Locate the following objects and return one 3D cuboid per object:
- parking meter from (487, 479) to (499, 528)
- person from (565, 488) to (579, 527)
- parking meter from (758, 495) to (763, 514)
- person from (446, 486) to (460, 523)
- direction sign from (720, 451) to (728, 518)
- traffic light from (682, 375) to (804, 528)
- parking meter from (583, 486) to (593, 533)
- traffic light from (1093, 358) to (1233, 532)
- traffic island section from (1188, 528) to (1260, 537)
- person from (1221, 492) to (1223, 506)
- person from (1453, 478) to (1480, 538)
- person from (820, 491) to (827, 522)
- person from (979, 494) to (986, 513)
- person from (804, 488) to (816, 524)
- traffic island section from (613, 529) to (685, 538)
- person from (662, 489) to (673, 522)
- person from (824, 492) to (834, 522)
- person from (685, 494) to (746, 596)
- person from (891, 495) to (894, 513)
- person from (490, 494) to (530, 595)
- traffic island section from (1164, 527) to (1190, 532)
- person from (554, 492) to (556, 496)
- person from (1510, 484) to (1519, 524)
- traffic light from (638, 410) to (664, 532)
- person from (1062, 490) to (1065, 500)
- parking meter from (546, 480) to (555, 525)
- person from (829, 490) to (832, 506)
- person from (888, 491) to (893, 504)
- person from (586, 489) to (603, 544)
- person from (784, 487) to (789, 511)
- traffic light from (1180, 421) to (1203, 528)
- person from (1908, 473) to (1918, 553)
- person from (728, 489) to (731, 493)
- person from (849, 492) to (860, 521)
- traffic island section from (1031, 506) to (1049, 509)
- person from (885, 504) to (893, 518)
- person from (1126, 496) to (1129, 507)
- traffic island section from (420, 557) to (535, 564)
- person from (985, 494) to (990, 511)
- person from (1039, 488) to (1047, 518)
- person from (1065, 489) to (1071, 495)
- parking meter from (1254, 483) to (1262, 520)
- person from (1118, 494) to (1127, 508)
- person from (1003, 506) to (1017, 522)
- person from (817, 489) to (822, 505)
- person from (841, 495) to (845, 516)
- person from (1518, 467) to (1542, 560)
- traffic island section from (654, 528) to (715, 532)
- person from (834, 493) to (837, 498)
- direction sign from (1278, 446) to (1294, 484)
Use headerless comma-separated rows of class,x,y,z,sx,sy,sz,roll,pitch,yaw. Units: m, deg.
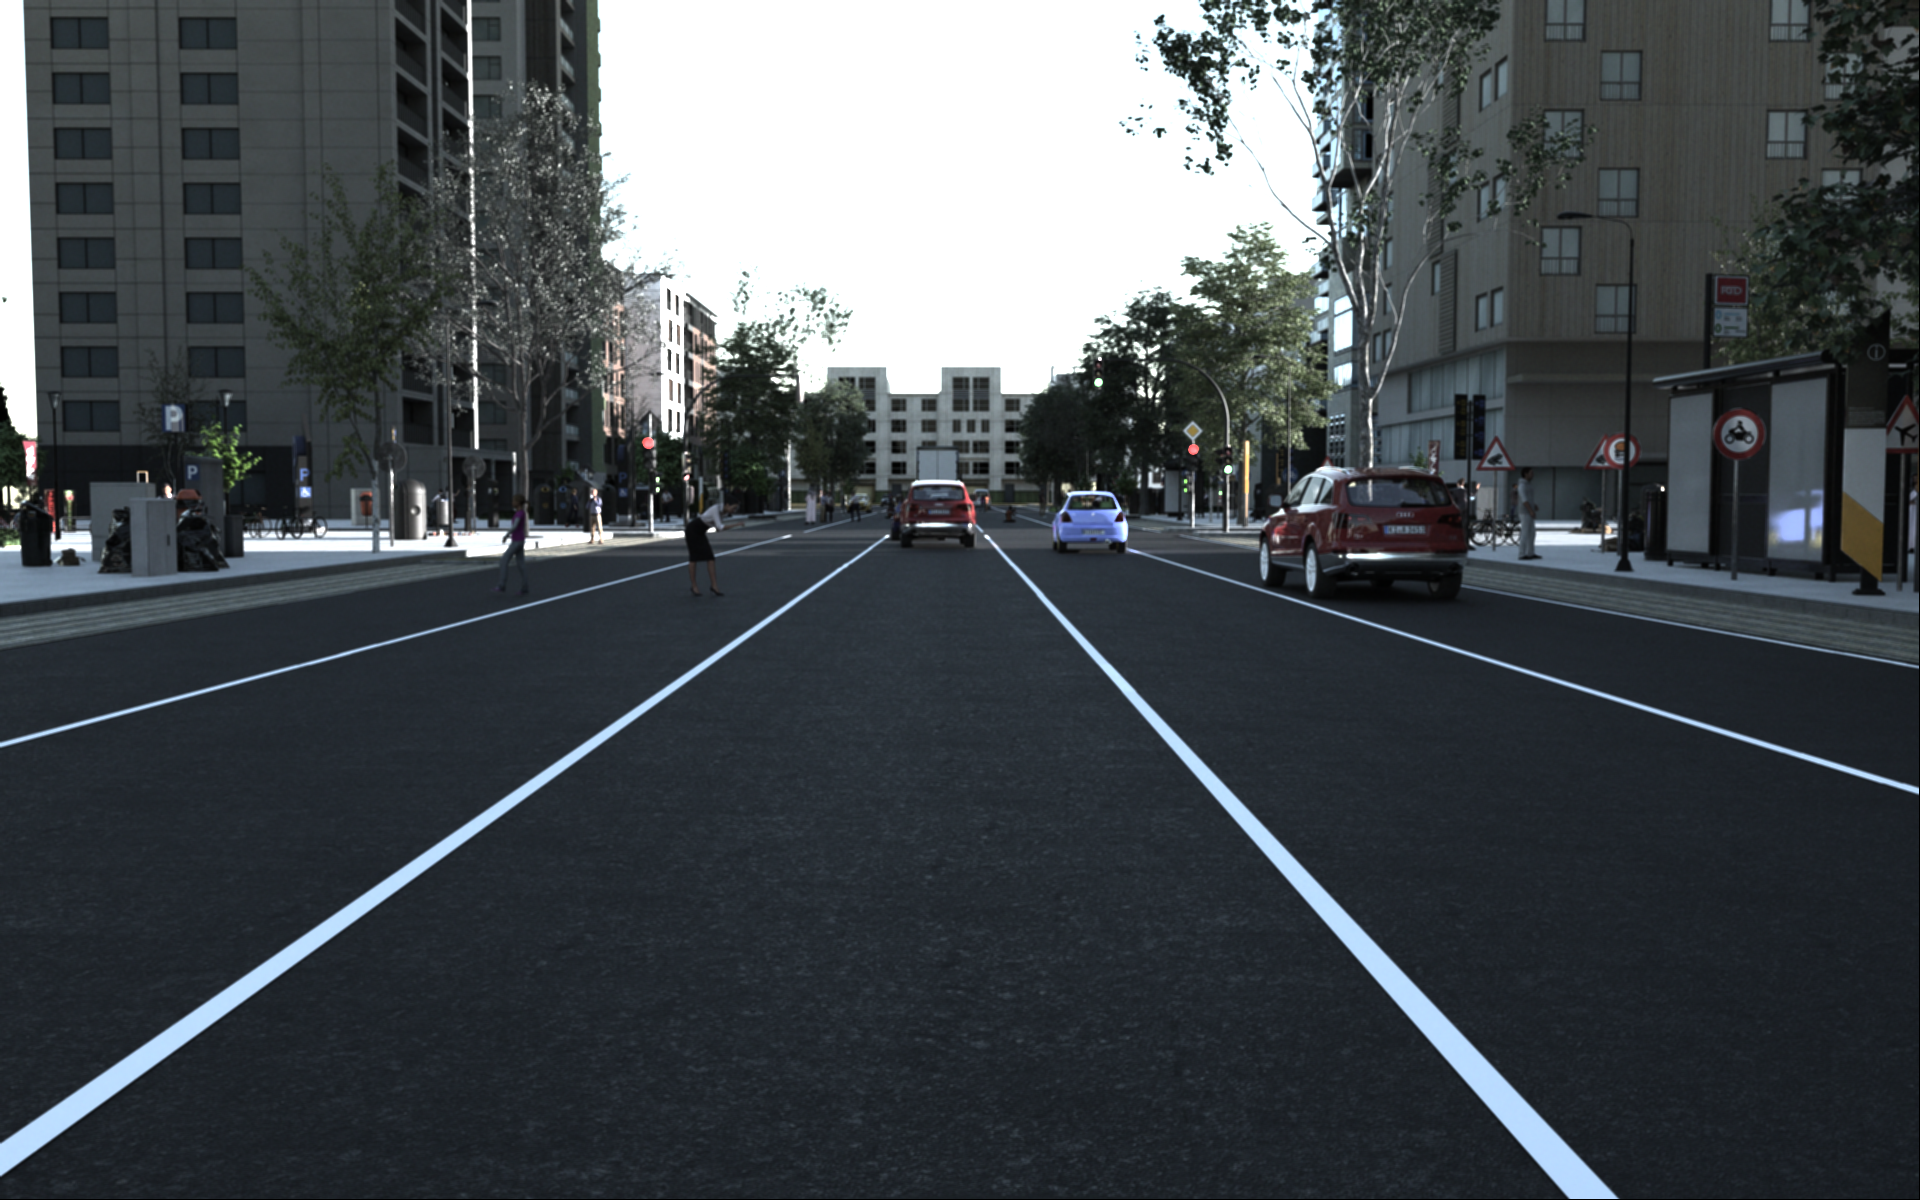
parking meter,-17.727,-3.673,65.771,0.399,1.863,0.255,2,4,35
person,-14.880,-3.541,66.480,0.613,1.512,0.480,0,4,0
parking meter,-13.126,-6.459,114.007,0.372,1.533,0.369,0,3,0
person,-22.553,-4.254,77.062,0.566,1.644,0.517,1,4,9
direction sign,-12.488,-6.096,91.659,0.379,3.537,0.876,-2,4,-34
traffic light,-8.345,-5.595,66.140,4.771,5.953,1.251,0,4,0
parking meter,-12.360,-3.011,57.648,0.372,1.533,0.369,0,3,0
traffic light,6.831,-5.103,58.103,4.771,5.953,1.251,0,4,0
traffic island section,8.962,-2.207,58.373,2.009,0.180,2.903,0,4,0
person,24.146,-9.257,158.313,0.541,1.710,0.530,3,5,41
person,13.849,-2.486,47.500,0.742,1.727,0.445,-1,4,-18
person,-6.929,-4.737,88.014,0.319,1.574,0.516,-1,4,-23
person,1.629,-7.332,131.609,0.726,1.435,0.776,-2,4,-30
person,-7.043,-4.442,81.787,0.621,1.740,0.551,3,5,43
traffic island section,-10.419,-2.199,58.239,2.009,0.180,2.903,0,4,0
person,-13.679,-4.445,80.924,0.614,1.554,0.590,2,4,30
person,-6.723,-4.781,88.879,0.614,1.554,0.590,-2,4,-29
person,-3.463,-0.778,24.414,0.799,1.438,0.628,-1,4,-17
person,-5.127,-7.362,132.772,0.340,1.345,0.435,-1,4,-8
person,-6.384,-0.776,24.425,0.776,1.435,0.726,0,4,-6
traffic island section,8.904,-2.696,66.358,2.009,0.180,2.903,0,4,0
person,-23.503,-5.825,102.012,0.841,1.734,0.376,1,4,9
person,24.089,-4.174,75.117,0.431,1.722,0.655,1,4,8
traffic light,-10.379,-4.231,58.105,0.839,4.253,0.868,0,4,0
person,11.615,-11.570,195.918,0.721,1.736,1.217,1,4,18
parking meter,-17.272,-4.115,72.990,0.255,1.863,0.399,-2,4,-33
person,-13.581,-10.727,181.956,0.617,1.759,0.750,-3,5,-41
person,-7.250,-10.588,182.068,0.683,1.767,0.568,0,4,-3
person,-10.398,-2.371,49.330,0.516,1.574,0.319,2,4,31
person,-13.331,-7.752,132.923,0.598,1.807,0.434,-3,5,-45
traffic light,8.864,-4.729,66.244,0.839,4.253,0.868,0,4,0
person,20.592,-1.873,37.332,0.551,1.740,0.621,0,4,6
person,-24.637,-10.930,184.892,1.348,1.807,0.705,0,3,0
person,-5.534,-4.899,90.819,0.590,1.554,0.614,2,4,26
traffic island section,8.176,-8.888,168.176,1.991,0.108,1.994,0,4,0
person,-4.068,-5.214,102.029,0.859,0.850,0.655,0,4,-3
person,17.033,-10.451,176.554,0.705,1.869,1.348,0,4,-1
traffic island section,-9.937,-0.803,35.993,1.991,0.108,1.994,0,4,0
person,2.154,-8.091,144.048,0.557,1.426,1.065,3,5,41
person,5.044,-5.923,105.476,0.434,1.807,0.598,-1,4,-14
person,6.861,-6.063,108.446,0.655,1.722,0.431,2,4,29
parking meter,14.873,-4.937,86.431,0.399,1.863,0.255,0,4,5
person,11.696,-7.236,125.294,0.756,1.711,0.436,0,4,-1
person,2.604,-4.361,88.090,0.655,0.850,0.859,-2,4,-26
person,-16.324,-11.952,201.462,0.705,1.824,1.348,-2,4,-28
person,-7.693,-6.215,114.027,0.340,1.345,0.435,-3,4,-38
person,11.104,-1.685,33.736,0.789,1.805,0.875,2,4,35
traffic island section,-10.476,-2.688,66.224,2.009,0.180,2.903,0,4,0
person,-14.155,-11.476,193.660,0.705,1.826,1.348,-2,4,-30
direction sign,15.471,-5.521,82.262,0.379,3.537,0.876,-3,5,-45
